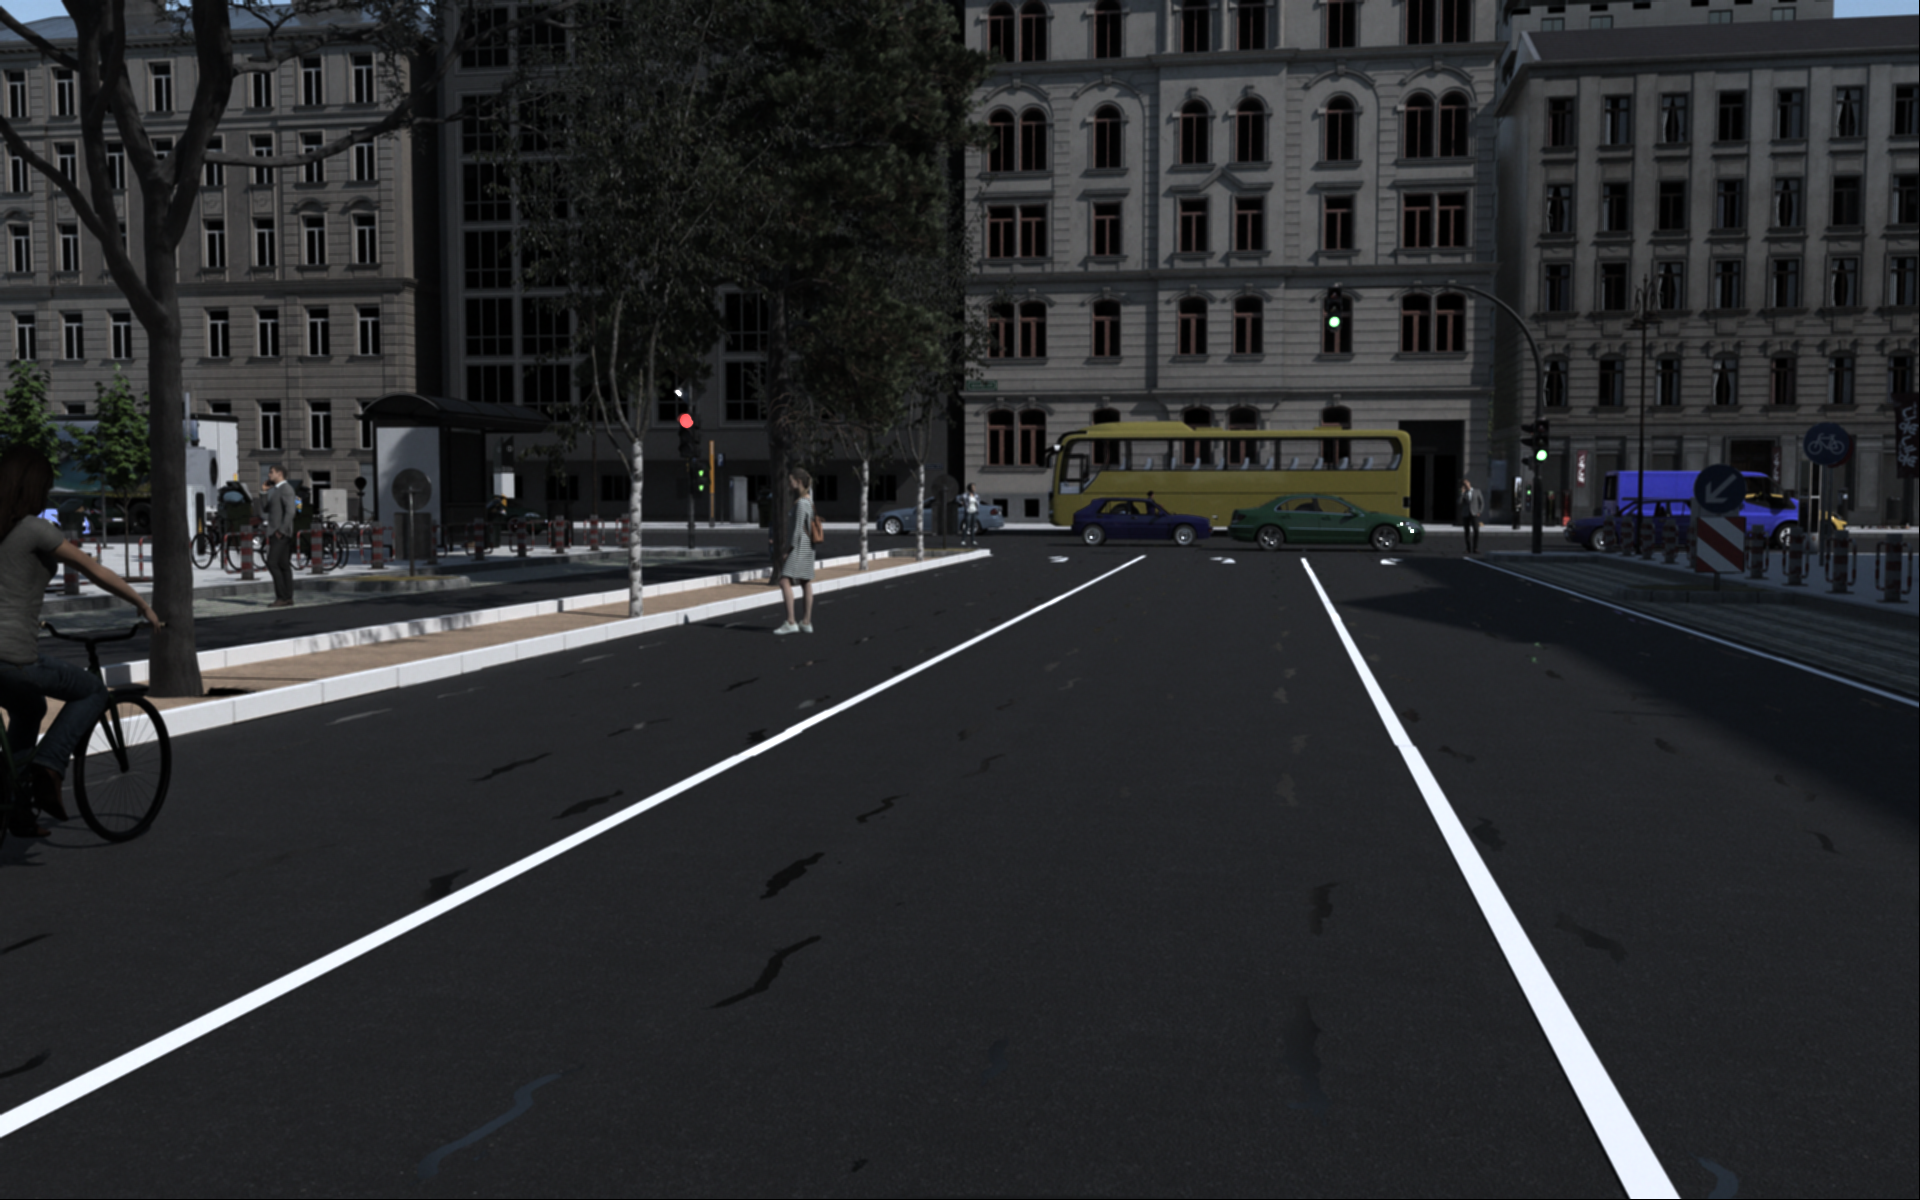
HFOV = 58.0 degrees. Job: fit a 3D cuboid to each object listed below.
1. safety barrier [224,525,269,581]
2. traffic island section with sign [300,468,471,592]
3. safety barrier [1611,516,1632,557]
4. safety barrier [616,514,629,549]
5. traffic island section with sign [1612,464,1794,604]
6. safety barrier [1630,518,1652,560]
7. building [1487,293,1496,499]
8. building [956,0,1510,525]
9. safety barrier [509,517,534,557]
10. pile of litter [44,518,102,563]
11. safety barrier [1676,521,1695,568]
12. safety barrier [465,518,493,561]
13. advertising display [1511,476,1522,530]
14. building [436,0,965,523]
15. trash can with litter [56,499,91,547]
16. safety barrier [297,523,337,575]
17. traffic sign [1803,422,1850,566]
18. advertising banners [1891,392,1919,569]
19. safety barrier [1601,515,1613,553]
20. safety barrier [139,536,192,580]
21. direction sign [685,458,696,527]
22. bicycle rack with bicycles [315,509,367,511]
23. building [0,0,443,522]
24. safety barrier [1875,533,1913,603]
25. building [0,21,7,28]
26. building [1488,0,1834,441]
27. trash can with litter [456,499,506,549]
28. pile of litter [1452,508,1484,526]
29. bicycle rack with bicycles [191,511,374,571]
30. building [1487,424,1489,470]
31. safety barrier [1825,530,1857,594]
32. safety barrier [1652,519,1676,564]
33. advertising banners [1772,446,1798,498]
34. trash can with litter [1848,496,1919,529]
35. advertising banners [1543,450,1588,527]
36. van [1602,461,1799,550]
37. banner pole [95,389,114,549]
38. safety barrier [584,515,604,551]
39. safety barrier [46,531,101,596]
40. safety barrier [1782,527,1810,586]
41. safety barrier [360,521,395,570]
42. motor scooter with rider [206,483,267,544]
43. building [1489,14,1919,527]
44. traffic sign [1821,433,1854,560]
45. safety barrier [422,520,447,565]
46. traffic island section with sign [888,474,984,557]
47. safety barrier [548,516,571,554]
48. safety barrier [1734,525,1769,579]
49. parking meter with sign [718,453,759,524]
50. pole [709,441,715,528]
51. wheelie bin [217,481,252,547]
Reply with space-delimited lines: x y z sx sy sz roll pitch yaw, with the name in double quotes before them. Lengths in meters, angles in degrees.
"safety barrier" -10.559 -0.696 25.651 0.300 0.817 1.120 1 4 10
"traffic island section with sign" -8.546 -1.074 26.181 1.989 1.847 2.006 1 4 10
"safety barrier" 13.722 -1.305 35.616 0.300 0.817 1.120 1 4 10
"safety barrier" -7.874 -1.620 40.761 0.300 0.817 1.120 1 4 10
"traffic island section with sign" 9.985 -0.908 23.475 1.989 1.847 2.006 1 4 10
"safety barrier" 13.385 -1.190 33.729 0.300 0.817 1.120 1 4 10
"building" 57.904 -17.874 137.282 27.650 21.520 28.899 1 4 10
"building" 12.130 -17.845 79.159 23.554 28.519 14.401 1 4 10
"safety barrier" -8.880 -1.274 35.099 0.300 0.817 1.120 1 4 10
"pile of litter" -17.037 -1.138 32.565 1.719 0.858 1.176 1 4 19
"safety barrier" 12.711 -0.957 29.925 0.300 0.817 1.120 1 4 10
"safety barrier" -9.218 -1.158 33.212 0.300 0.817 1.120 1 4 10
"advertising display" 20.073 -3.502 62.466 0.123 1.923 0.974 2 4 31
"building" -11.328 -17.712 83.106 24.014 27.812 14.314 1 4 10
"trash can with litter" -21.155 -1.812 41.011 0.624 1.170 1.055 1 4 9
"safety barrier" -10.225 -0.811 27.539 0.300 0.817 1.120 1 4 10
"traffic sign" 15.329 -1.873 30.733 0.768 2.556 0.104 1 4 12
"advertising banners" 16.880 -2.026 29.318 2.074 3.025 0.090 2 4 33
"safety barrier" 14.056 -1.421 37.503 0.300 0.817 1.120 1 4 10
"safety barrier" -10.895 -0.580 23.764 0.300 0.817 1.120 1 4 10
"direction sign" -10.495 -4.620 67.536 0.379 3.537 0.876 1 4 17
"bicycle rack with bicycles" -14.877 -1.708 41.314 2.852 0.926 2.925 1 4 14
"building" -36.360 -17.707 86.776 25.104 27.353 12.463 1 4 10
"safety barrier" 11.029 -0.379 20.465 0.300 0.817 1.120 1 4 10
"building" -58.537 -18.670 91.164 20.117 28.700 13.634 1 4 10
"building" 64.383 -35.148 163.902 28.713 52.752 27.495 1 4 10
"trash can with litter" -11.324 -1.810 40.978 1.055 1.170 0.624 -3 4 -38
"pile of litter" 20.319 -3.379 69.205 1.176 0.858 1.719 0 4 7
"bicycle rack with bicycles" -11.364 -0.994 29.635 2.925 0.926 2.852 3 4 38
"building" 67.583 -33.521 239.942 23.993 40.220 32.217 1 4 10
"safety barrier" 11.365 -0.494 22.352 0.300 0.817 1.120 1 4 10
"safety barrier" 13.051 -1.074 31.829 0.300 0.817 1.120 1 4 10
"advertising banners" 30.155 -4.080 62.899 0.090 3.025 2.074 -1 4 -13
"trash can with litter" 34.103 -3.237 63.987 2.233 1.210 1.678 3 4 36
"advertising banners" 23.854 -4.403 68.171 2.074 3.025 0.090 -1 4 -21
"van" 19.728 -2.523 45.632 5.245 2.365 2.240 1 4 9
"banner pole" -19.875 -3.086 40.465 0.863 3.779 0.401 2 4 24
"safety barrier" -8.211 -1.505 38.874 0.300 0.817 1.120 1 4 10
"safety barrier" -11.229 -0.465 21.876 0.300 0.817 1.120 1 4 10
"safety barrier" 11.698 -0.610 24.244 0.300 0.817 1.120 1 4 10
"safety barrier" -9.890 -0.927 29.426 0.300 0.817 1.120 1 4 10
"motor scooter with rider" -19.979 -2.378 47.845 1.986 1.779 0.876 1 4 11
"building" 32.367 -13.695 73.065 18.267 20.994 9.793 1 4 10
"traffic sign" 16.798 -2.038 33.431 0.768 2.556 0.104 1 4 15
"safety barrier" -9.550 -1.043 31.324 0.300 0.817 1.120 1 4 10
"traffic island section with sign" -0.465 -1.939 39.832 2.006 1.907 1.989 1 4 10
"safety barrier" -8.546 -1.389 36.986 0.300 0.817 1.120 1 4 10
"safety barrier" 12.034 -0.726 26.141 0.300 0.817 1.120 1 4 10
"parking meter with sign" -9.548 -4.804 74.807 1.738 3.016 0.543 -2 4 -34
"pole" -9.502 -4.429 66.257 0.158 3.312 0.155 0 3 0
"wheelie bin" -17.571 -2.080 41.908 0.980 1.594 0.693 3 5 44
